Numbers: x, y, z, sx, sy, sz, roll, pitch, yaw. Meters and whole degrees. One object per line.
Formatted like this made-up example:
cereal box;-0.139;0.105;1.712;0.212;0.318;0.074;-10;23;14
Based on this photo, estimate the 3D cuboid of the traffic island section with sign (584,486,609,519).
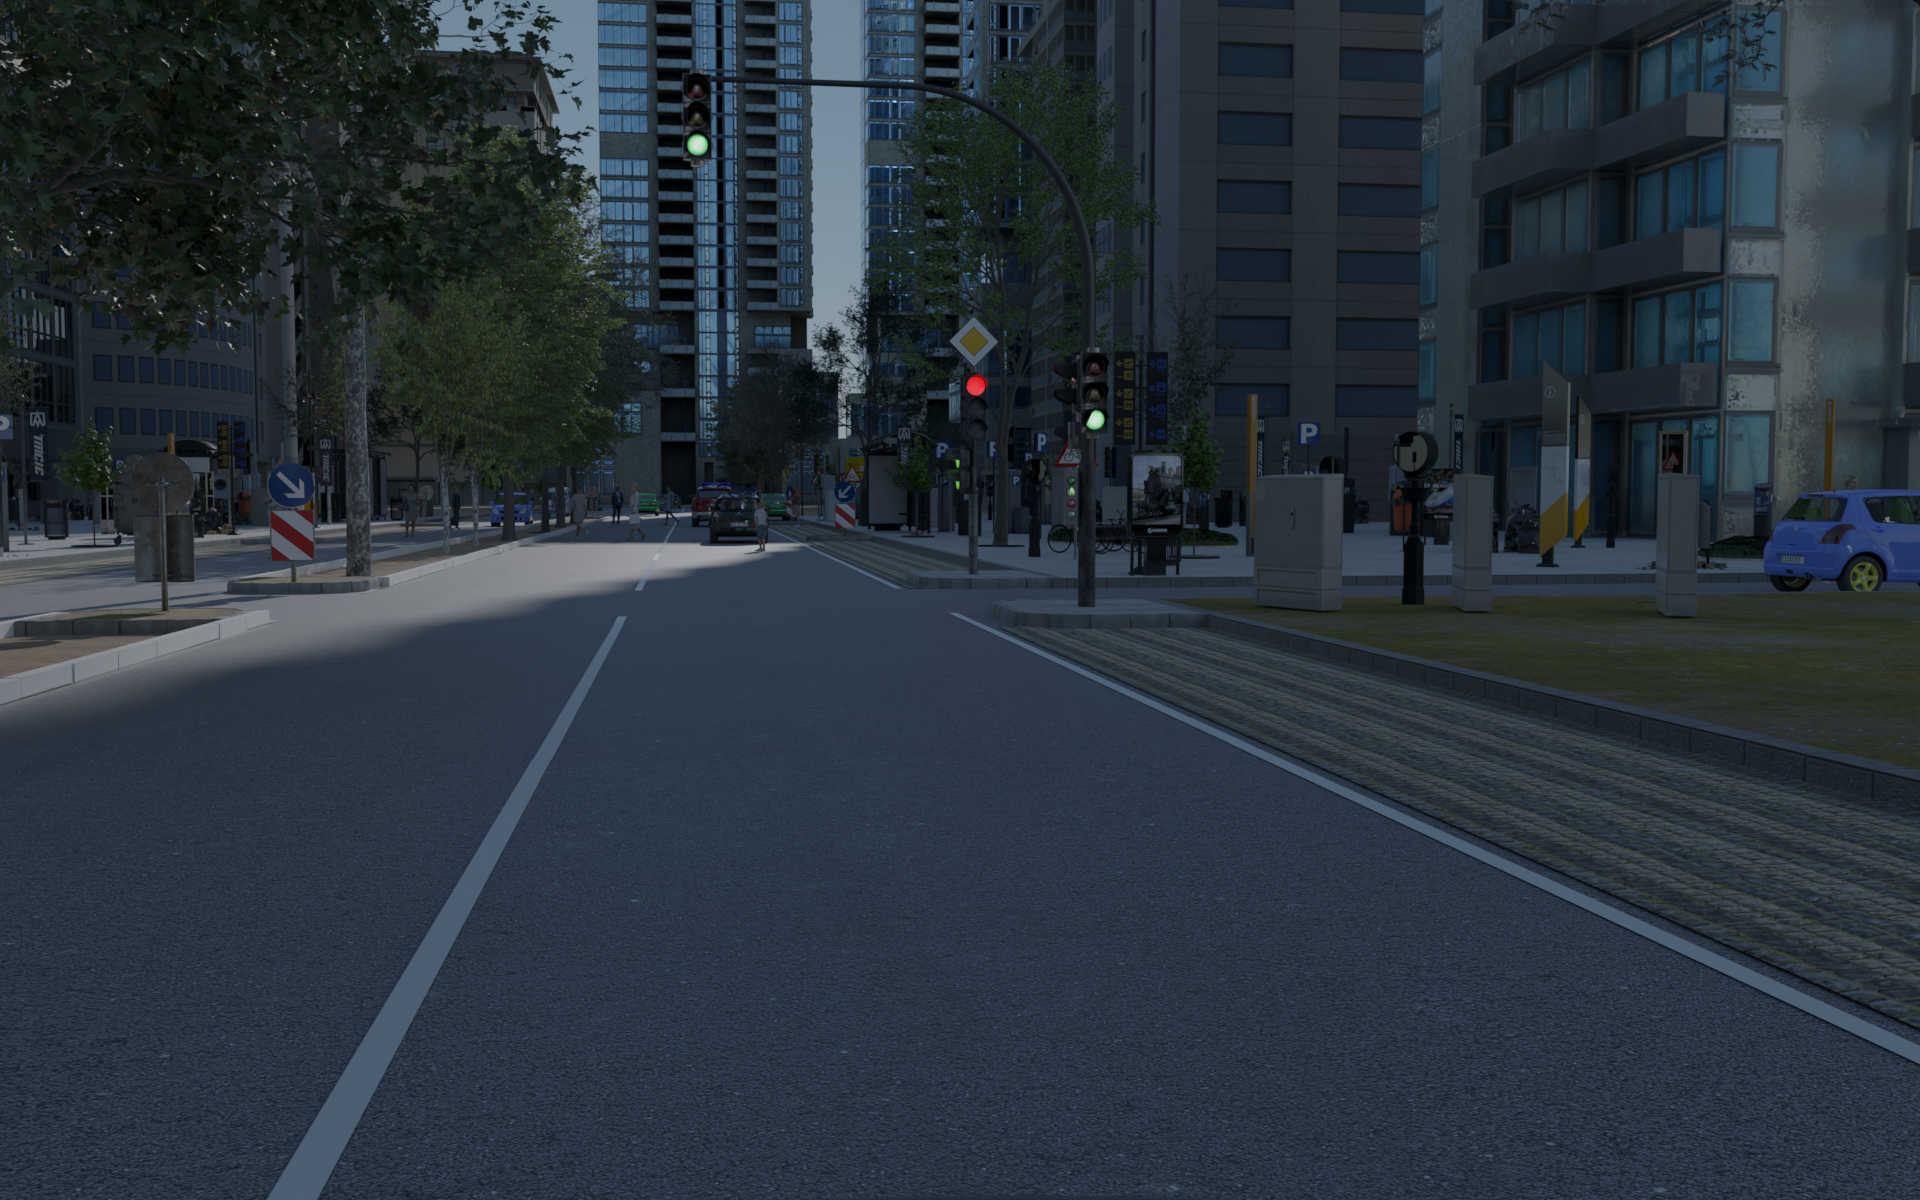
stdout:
traffic island section with sign;-21.272;-5.620;100.022;2.006;1.907;1.989;-1;4;-9

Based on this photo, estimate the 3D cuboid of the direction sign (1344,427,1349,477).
direction sign;13.188;-4.108;59.165;0.379;3.537;0.876;1;4;20

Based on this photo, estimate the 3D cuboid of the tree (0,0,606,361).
tree;-7.560;-5.677;12.279;9.611;12.733;9.660;0;3;0

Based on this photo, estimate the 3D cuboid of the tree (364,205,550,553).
tree;-12.267;-5.403;41.163;4.737;8.622;4.395;0;3;0

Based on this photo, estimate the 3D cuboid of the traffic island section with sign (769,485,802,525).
traffic island section with sign;-7.882;-4.373;80.130;1.989;1.847;2.006;-1;4;-9

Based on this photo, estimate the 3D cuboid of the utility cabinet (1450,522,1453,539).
utility cabinet;14.332;-2.329;49.233;0.306;1.237;1.020;-2;4;-27

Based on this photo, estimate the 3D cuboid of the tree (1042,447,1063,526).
tree;4.155;-4.642;70.493;1.663;3.219;1.824;0;3;0

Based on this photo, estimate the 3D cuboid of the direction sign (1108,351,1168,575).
direction sign;2.874;-2.177;27.587;0.876;3.537;0.379;-1;4;-9

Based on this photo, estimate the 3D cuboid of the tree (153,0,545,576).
tree;-11.808;-10.513;30.241;12.611;20.169;13.585;0;3;0

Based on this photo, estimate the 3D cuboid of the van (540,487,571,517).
van;-24.715;-6.079;106.410;2.013;2.044;4.112;0;4;-8

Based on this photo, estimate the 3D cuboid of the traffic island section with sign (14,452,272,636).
traffic island section with sign;-8.664;-0.630;18.441;2.006;1.907;1.989;-1;4;-9

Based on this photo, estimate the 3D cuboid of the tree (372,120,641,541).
tree;-13.958;-8.097;52.966;7.486;12.596;7.792;0;3;0

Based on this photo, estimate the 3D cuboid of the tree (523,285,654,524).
tree;-18.502;-9.472;83.087;9.928;11.665;9.643;0;3;0

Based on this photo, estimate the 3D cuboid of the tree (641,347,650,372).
tree;-17.039;-9.335;73.218;7.486;12.596;7.792;0;3;0

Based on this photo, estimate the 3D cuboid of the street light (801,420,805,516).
street light;-9.279;-7.888;101.751;0.468;5.910;1.993;-1;4;-9

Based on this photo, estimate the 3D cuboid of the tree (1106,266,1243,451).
tree;6.997;-6.445;55.736;4.360;8.622;3.978;0;3;0

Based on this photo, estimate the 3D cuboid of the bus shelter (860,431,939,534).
bus shelter;-2.079;-3.913;57.896;2.014;3.302;5.546;-1;4;-9

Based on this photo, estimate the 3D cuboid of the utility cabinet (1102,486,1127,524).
utility cabinet;4.685;-2.576;50.804;0.318;1.500;1.173;-3;4;-37

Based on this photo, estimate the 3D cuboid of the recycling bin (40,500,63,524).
recycling bin;-39.046;-3.785;74.434;0.722;1.027;0.722;-3;5;-44

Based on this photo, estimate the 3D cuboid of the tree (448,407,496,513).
tree;-33.475;-10.324;119.159;4.360;8.622;3.978;0;3;0

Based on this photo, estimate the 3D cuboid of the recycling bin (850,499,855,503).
recycling bin;-5.983;-5.245;98.309;0.722;1.027;0.722;1;4;15

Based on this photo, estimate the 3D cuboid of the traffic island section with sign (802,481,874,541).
traffic island section with sign;-3.707;-2.725;53.174;1.989;1.847;2.006;-1;4;-9

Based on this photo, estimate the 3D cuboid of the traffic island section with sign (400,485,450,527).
traffic island section with sign;-23.601;-4.154;76.553;1.989;1.847;2.006;-1;4;-9

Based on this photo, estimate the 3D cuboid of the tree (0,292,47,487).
tree;-31.558;-6.458;55.953;4.360;8.622;3.978;0;3;0

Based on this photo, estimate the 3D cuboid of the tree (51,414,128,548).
tree;-20.902;-2.897;41.968;1.663;3.219;1.824;0;3;0

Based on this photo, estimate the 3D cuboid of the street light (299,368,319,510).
street light;-23.943;-5.570;63.856;0.468;5.910;1.993;-1;4;-9

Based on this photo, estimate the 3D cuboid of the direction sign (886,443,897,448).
direction sign;-3.117;-5.224;77.409;0.379;3.537;0.876;3;5;39

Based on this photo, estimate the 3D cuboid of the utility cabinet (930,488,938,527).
utility cabinet;-0.892;-3.490;65.735;1.173;1.500;0.318;1;4;21

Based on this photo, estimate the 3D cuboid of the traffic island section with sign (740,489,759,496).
traffic island section with sign;-15.308;-7.314;128.214;1.989;1.847;2.006;-1;4;-9

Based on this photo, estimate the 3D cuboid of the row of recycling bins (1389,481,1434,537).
row of recycling bins;14.131;-2.756;52.167;1.069;1.692;3.534;-1;4;-17

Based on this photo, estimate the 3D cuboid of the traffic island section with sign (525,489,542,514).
traffic island section with sign;-31.196;-7.165;125.777;1.989;1.847;2.006;-1;4;-9

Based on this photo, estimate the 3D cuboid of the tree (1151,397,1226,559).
tree;4.733;-2.454;34.727;1.663;3.219;1.824;0;3;0

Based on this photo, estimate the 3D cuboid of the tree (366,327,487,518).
tree;-28.456;-9.588;91.176;7.601;10.594;8.767;0;4;-7

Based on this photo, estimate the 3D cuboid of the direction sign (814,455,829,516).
direction sign;-8.108;-6.694;101.441;0.876;3.537;0.379;-1;4;-18

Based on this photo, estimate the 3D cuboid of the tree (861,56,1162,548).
tree;1.088;-7.086;41.613;9.928;11.665;9.643;0;3;0

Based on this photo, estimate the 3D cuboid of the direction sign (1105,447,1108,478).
direction sign;7.264;-5.604;83.619;0.379;3.537;0.876;3;5;44

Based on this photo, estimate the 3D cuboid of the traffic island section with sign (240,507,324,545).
traffic island section with sign;-19.475;-2.525;49.915;1.989;1.847;2.006;-1;4;-9

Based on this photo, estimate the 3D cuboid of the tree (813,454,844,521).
tree;-6.292;-5.452;83.743;1.663;3.219;1.824;0;3;0

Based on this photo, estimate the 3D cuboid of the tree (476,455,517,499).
tree;-36.387;-9.330;136.260;4.285;4.588;4.351;0;3;0

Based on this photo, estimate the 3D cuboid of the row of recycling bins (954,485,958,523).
row of recycling bins;-0.462;-4.285;77.171;1.069;1.692;3.534;-2;4;-26

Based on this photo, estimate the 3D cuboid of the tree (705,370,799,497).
tree;-20.426;-16.350;173.977;9.857;13.997;8.962;0;3;0

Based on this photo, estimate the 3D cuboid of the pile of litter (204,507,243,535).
pile of litter;-23.674;-2.534;55.395;1.176;0.858;1.719;2;4;33

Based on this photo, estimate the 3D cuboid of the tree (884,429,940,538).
tree;-1.176;-3.472;51.375;1.663;3.219;1.824;0;3;0

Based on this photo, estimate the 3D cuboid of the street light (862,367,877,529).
street light;-3.316;-5.531;63.228;0.468;5.910;1.993;-1;4;-9

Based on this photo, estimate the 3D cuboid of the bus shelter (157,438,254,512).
bus shelter;-28.473;-4.386;65.627;2.014;3.302;5.546;-1;4;-9

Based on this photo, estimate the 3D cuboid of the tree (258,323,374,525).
tree;-26.674;-7.462;72.365;4.360;8.622;3.978;0;3;0

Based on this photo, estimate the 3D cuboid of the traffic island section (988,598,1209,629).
traffic island section;1.453;0.154;19.756;2.009;0.180;2.903;-1;4;-9

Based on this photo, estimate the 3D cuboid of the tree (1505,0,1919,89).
tree;5.609;-5.955;7.733;12.009;13.543;11.850;0;3;0

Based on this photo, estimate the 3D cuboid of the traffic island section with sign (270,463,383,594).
traffic island section with sign;-9.786;-1.078;25.763;2.006;1.907;1.989;-1;4;-9

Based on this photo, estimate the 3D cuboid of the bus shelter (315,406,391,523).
bus shelter;-28.775;-6.382;81.973;2.179;5.291;8.768;-1;4;-9

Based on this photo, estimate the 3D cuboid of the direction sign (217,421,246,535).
direction sign;-22.695;-3.793;54.013;0.876;3.537;0.379;0;3;0

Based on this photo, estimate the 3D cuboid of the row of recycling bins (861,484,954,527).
row of recycling bins;-2.170;-3.768;68.714;3.534;1.692;1.069;-1;4;-8

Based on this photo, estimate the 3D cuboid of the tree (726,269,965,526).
tree;-3.725;-8.261;69.474;7.601;10.594;8.767;3;4;37

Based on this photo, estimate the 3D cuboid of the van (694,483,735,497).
van;-13.328;-5.502;94.340;2.240;2.365;5.245;-1;4;-9

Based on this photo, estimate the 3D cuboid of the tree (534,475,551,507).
tree;-42.076;-11.015;174.697;1.663;3.219;1.824;0;3;0
